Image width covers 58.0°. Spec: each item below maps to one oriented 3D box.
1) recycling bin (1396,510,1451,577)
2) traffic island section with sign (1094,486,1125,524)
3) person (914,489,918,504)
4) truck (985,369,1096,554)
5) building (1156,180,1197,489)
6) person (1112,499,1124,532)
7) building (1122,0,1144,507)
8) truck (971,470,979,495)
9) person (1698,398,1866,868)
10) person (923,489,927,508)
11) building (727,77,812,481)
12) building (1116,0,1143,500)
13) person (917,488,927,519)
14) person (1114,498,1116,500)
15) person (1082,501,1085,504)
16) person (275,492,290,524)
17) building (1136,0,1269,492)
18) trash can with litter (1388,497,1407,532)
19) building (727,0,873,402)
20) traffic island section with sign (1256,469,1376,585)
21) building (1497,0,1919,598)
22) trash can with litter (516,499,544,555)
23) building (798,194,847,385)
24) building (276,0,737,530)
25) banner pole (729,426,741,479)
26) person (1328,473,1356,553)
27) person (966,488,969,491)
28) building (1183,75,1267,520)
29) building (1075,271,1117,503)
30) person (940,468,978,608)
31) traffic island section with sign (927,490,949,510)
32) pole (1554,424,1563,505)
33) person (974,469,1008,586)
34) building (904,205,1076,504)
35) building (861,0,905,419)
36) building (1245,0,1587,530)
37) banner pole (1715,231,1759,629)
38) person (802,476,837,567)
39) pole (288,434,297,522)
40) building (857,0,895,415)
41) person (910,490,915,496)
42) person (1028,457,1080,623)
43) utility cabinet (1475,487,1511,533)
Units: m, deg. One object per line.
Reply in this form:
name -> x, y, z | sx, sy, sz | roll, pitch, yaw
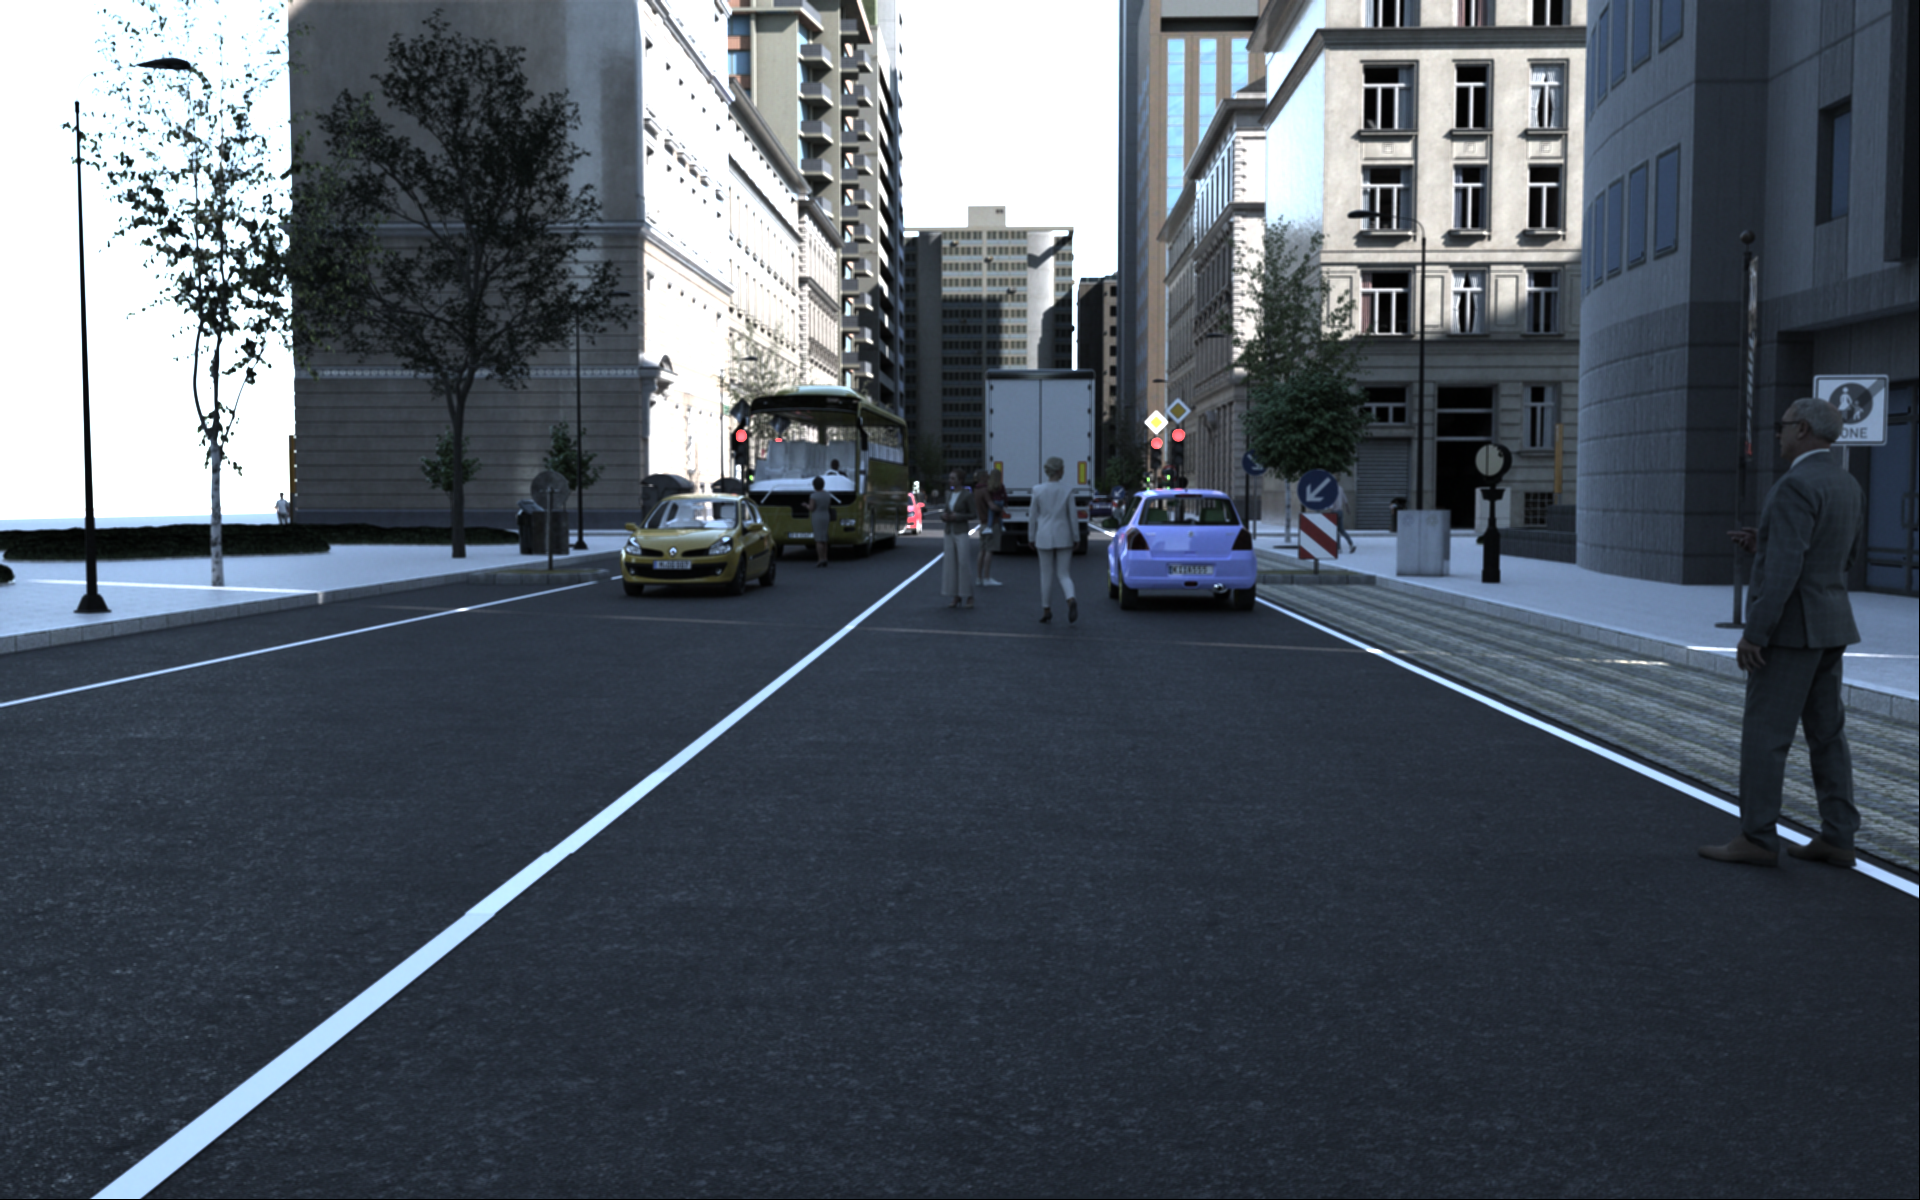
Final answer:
recycling bin -> 7.306, -0.901, 27.291 | 0.722, 1.027, 0.722 | 2, 4, 24
traffic island section with sign -> 7.501, -4.586, 83.607 | 1.989, 1.847, 2.006 | 0, 4, 2
person -> -3.428, -7.834, 136.685 | 0.705, 1.812, 1.348 | 0, 4, -5
truck -> 1.991, -3.406, 44.594 | 2.839, 4.237, 11.283 | 0, 4, 2
building -> 22.532, -17.387, 117.562 | 16.112, 22.955, 30.059 | 0, 4, 2
person -> 4.310, -2.088, 46.921 | 0.425, 1.301, 0.394 | 2, 4, 30
building -> 26.231, -44.510, 165.986 | 20.563, 71.187, 20.611 | 0, 4, 2
truck -> 2.946, -12.901, 199.839 | 2.839, 4.237, 11.283 | 0, 4, 4
person -> 3.210, 0.116, 6.781 | 0.661, 1.801, 0.590 | -3, 5, -39
person -> -3.084, -8.441, 146.522 | 0.705, 1.822, 1.348 | 1, 4, 22
building -> -18.018, -16.107, 96.635 | 16.112, 22.955, 30.059 | 0, 4, 2
building -> 27.828, -39.690, 190.936 | 21.231, 58.520, 28.212 | 0, 4, 2
person -> -2.211, -5.613, 100.380 | 0.767, 1.812, 0.694 | -3, 5, -42
person -> 15.211, -9.945, 170.114 | 0.593, 1.643, 0.415 | -2, 4, -29
person -> 13.183, -10.958, 185.234 | 1.348, 1.821, 0.705 | 1, 4, 12
person -> -22.438, -2.838, 57.495 | 0.523, 1.515, 0.503 | 3, 4, 39
building -> 22.654, -30.545, 149.516 | 14.600, 45.320, 14.200 | 0, 4, 2
trash can with litter -> 14.526, -2.840, 57.814 | 0.624, 1.170, 1.055 | 0, 4, -1
building -> -19.133, -30.194, 148.289 | 22.147, 44.769, 28.867 | 0, 4, 2
traffic island section with sign -> 5.572, -1.193, 28.137 | 1.989, 1.847, 2.006 | 0, 4, 2
building -> 20.725, -29.495, 24.244 | 21.231, 58.520, 28.212 | 0, 4, 2
trash can with litter -> -8.948, -1.552, 36.754 | 1.055, 1.170, 0.624 | 3, 5, 44
building -> -14.415, -17.895, 121.463 | 11.050, 23.489, 19.941 | 0, 4, 2
building -> -17.255, -17.444, 71.119 | 13.634, 28.700, 20.117 | 0, 4, 2
banner pole -> -8.329, -4.541, 64.260 | 0.401, 3.779, 0.863 | 3, 5, 44
person -> 8.324, -1.889, 37.603 | 0.598, 1.740, 0.731 | 2, 4, 31
person -> 0.402, -5.723, 102.172 | 0.767, 1.812, 0.694 | 0, 4, 4
building -> 18.368, -16.137, 92.720 | 11.050, 23.489, 19.941 | 0, 4, 2
building -> 22.357, -27.869, 227.355 | 14.107, 30.474, 14.160 | 0, 4, 2
person -> -0.054, -0.789, 21.951 | 0.519, 1.759, 0.362 | 3, 5, 40
traffic island section with sign -> -2.252, -9.329, 161.163 | 1.989, 1.847, 2.006 | 0, 4, 2
pole -> 17.355, -3.450, 50.248 | 0.158, 3.312, 0.155 | 0, 3, 0
person -> 0.465, -1.145, 27.198 | 0.580, 1.828, 0.573 | 1, 4, 22
building -> 3.589, -33.252, 235.550 | 23.993, 40.220, 32.217 | 0, 4, 2
building -> -20.602, -40.012, 196.190 | 28.212, 58.520, 21.231 | 0, 4, 2
building -> 27.176, -14.326, 67.512 | 30.059, 22.955, 16.112 | 0, 4, 2
banner pole -> 7.421, -1.610, 16.346 | 0.401, 3.779, 0.863 | 1, 4, 16
person -> -2.746, -1.543, 34.085 | 0.716, 1.782, 0.532 | -3, 5, -44
pole -> -22.783, -3.990, 59.086 | 0.158, 3.312, 0.155 | 0, 3, 0
building -> -17.933, -33.650, 173.883 | 21.300, 48.544, 21.600 | 0, 4, 2
person -> -4.563, -9.603, 163.996 | 0.756, 1.711, 0.436 | -1, 4, -10
person -> 1.056, -0.653, 19.059 | 0.514, 1.842, 0.818 | -1, 4, -16
utility cabinet -> 17.584, -2.968, 57.198 | 1.173, 1.500, 0.318 | -1, 4, -20
